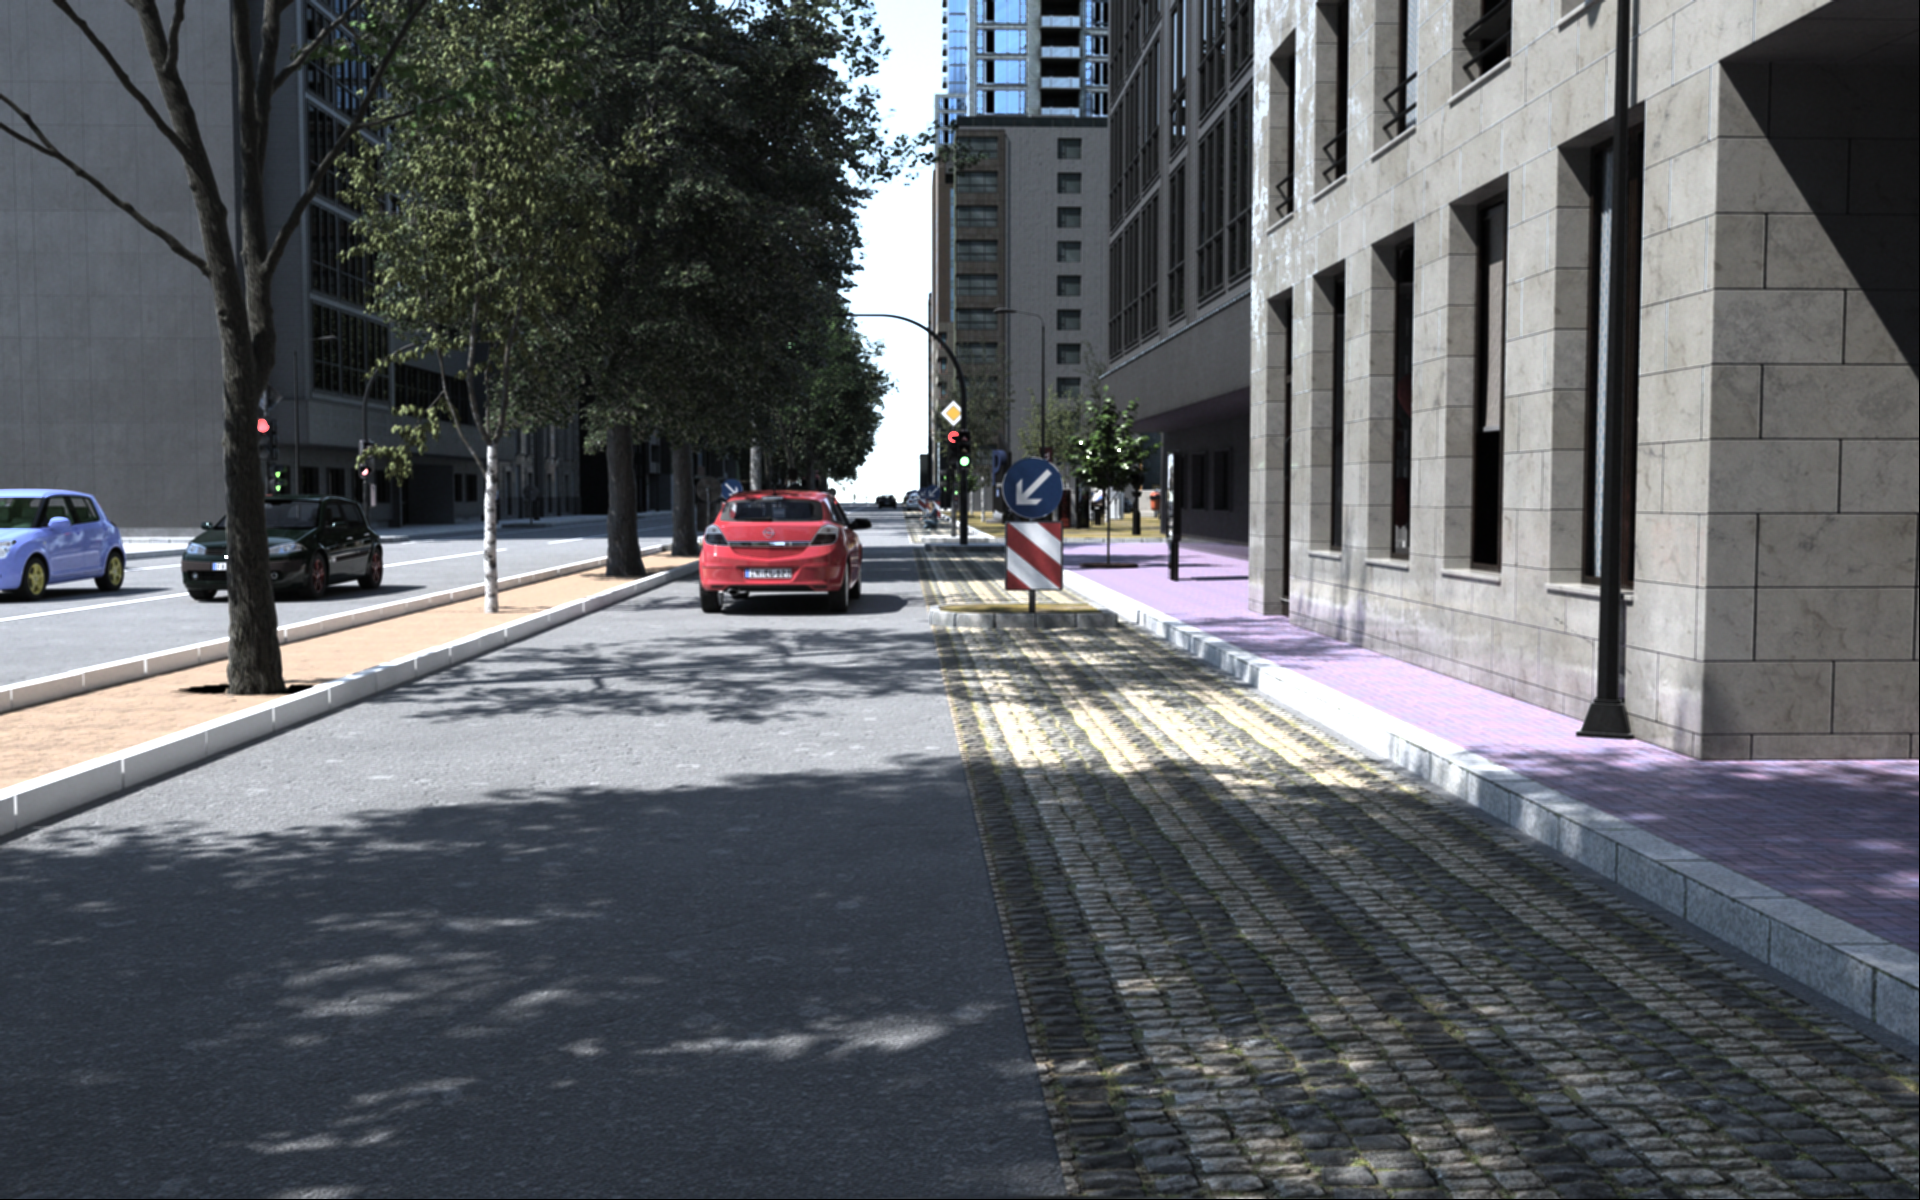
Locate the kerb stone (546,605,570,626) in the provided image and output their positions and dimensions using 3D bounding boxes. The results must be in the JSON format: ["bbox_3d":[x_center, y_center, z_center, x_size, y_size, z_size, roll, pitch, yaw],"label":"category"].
[{"bbox_3d":[-4.506,0.186,19.168,0.120,0.150,1.000,0,4,-2],"label":"kerb stone"}]

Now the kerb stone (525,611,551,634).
[{"bbox_3d":[-4.470,0.249,18.142,0.120,0.150,1.000,0,4,-2],"label":"kerb stone"}]

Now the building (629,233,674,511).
[{"bbox_3d":[-29.662,-22.096,132.965,14.160,30.474,14.107,0,4,-2],"label":"building"}]

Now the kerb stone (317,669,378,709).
[{"bbox_3d":[-4.261,0.624,12.001,0.120,0.150,1.000,0,4,-2],"label":"kerb stone"}]

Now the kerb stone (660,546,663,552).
[{"bbox_3d":[-7.434,-1.253,42.685,0.120,0.150,1.000,0,4,-2],"label":"kerb stone"}]

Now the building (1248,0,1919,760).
[{"bbox_3d":[8.662,-9.512,10.275,10.420,20.320,16.860,0,4,-2],"label":"building"}]

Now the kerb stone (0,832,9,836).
[{"bbox_3d":[-4.069,0.937,6.874,0.120,0.150,1.000,0,4,-2],"label":"kerb stone"}]

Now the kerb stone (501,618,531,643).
[{"bbox_3d":[-4.429,0.310,17.120,0.120,0.150,1.000,0,4,-2],"label":"kerb stone"}]

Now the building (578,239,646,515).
[{"bbox_3d":[-28.171,-17.409,114.320,12.332,23.373,15.834,0,4,-2],"label":"building"}]

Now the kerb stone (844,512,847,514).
[{"bbox_3d":[-8.259,-6.303,125.262,0.120,0.150,1.000,0,4,-2],"label":"kerb stone"}]

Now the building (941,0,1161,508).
[{"bbox_3d":[9.476,-51.636,156.921,22.319,86.520,31.000,0,4,-2],"label":"building"}]

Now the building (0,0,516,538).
[{"bbox_3d":[-27.157,-15.045,65.044,14.314,24.678,30.058,0,4,-2],"label":"building"}]

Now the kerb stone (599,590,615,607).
[{"bbox_3d":[-4.615,0.002,22.253,0.120,0.150,1.000,0,4,-2],"label":"kerb stone"}]

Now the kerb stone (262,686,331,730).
[{"bbox_3d":[-4.224,0.691,10.971,0.120,0.150,1.000,0,4,-2],"label":"kerb stone"}]

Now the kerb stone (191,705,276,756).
[{"bbox_3d":[-4.187,0.753,9.944,0.120,0.150,1.000,0,4,-2],"label":"kerb stone"}]

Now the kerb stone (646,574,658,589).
[{"bbox_3d":[-4.761,-0.254,26.351,0.120,0.150,1.000,0,4,-2],"label":"kerb stone"}]

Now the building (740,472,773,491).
[{"bbox_3d":[-36.874,-34.827,224.045,22.147,44.769,28.867,0,4,-2],"label":"building"}]

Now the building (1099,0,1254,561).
[{"bbox_3d":[10.924,-14.525,30.991,14.314,27.812,24.014,0,4,-2],"label":"building"}]

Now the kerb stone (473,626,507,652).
[{"bbox_3d":[-4.404,0.375,16.095,0.120,0.150,1.000,0,4,-2],"label":"kerb stone"}]

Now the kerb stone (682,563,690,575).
[{"bbox_3d":[-4.908,-0.506,30.465,0.120,0.150,1.000,0,4,-2],"label":"kerb stone"}]

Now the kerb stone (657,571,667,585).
[{"bbox_3d":[-4.802,-0.316,27.372,0.120,0.150,1.000,0,4,-2],"label":"kerb stone"}]

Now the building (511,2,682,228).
[{"bbox_3d":[-31.275,-30.366,146.591,14.600,45.320,14.200,0,4,-2],"label":"building"}]

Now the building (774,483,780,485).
[{"bbox_3d":[-38.031,-36.611,253.212,22.147,44.769,28.867,0,4,-2],"label":"building"}]

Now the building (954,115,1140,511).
[{"bbox_3d":[6.466,-22.281,136.000,14.160,30.474,14.107,0,4,-2],"label":"building"}]

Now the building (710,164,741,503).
[{"bbox_3d":[-31.854,-30.957,189.736,14.154,41.232,14.086,0,4,-2],"label":"building"}]

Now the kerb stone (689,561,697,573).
[{"bbox_3d":[-4.943,-0.569,31.492,0.120,0.150,1.000,0,4,-2],"label":"kerb stone"}]

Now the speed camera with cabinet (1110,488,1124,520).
[{"bbox_3d":[7.763,-5.648,86.682,0.660,3.252,2.038,1,4,15],"label":"speed camera with cabinet"}]

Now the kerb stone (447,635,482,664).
[{"bbox_3d":[-4.364,0.441,15.072,0.120,0.150,1.000,0,4,-2],"label":"kerb stone"}]

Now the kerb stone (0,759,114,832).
[{"bbox_3d":[-4.109,0.874,7.901,0.120,0.150,1.000,0,4,-2],"label":"kerb stone"}]

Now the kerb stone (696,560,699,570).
[{"bbox_3d":[-4.993,-0.627,32.513,0.120,0.150,1.000,0,4,-2],"label":"kerb stone"}]

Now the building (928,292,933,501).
[{"bbox_3d":[2.380,-29.121,247.823,14.160,30.474,14.107,0,4,-2],"label":"building"}]

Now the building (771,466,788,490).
[{"bbox_3d":[-34.881,-30.806,275.379,14.160,30.474,14.107,0,4,-2],"label":"building"}]

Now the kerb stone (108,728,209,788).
[{"bbox_3d":[-4.144,0.815,8.923,0.120,0.150,1.000,0,4,-2],"label":"kerb stone"}]

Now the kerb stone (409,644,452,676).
[{"bbox_3d":[-4.331,0.498,14.049,0.120,0.150,1.000,0,4,-2],"label":"kerb stone"}]

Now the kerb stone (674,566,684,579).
[{"bbox_3d":[-4.862,-0.442,29.432,0.120,0.150,1.000,0,4,-2],"label":"kerb stone"}]

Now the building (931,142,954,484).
[{"bbox_3d":[3.964,-34.794,218.987,14.600,45.320,14.200,0,4,-2],"label":"building"}]

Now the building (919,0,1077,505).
[{"bbox_3d":[4.931,-58.521,269.485,22.319,86.520,31.000,0,4,-2],"label":"building"}]

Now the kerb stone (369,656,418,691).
[{"bbox_3d":[-4.298,0.561,13.023,0.120,0.150,1.000,0,4,-2],"label":"kerb stone"}]

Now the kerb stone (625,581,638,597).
[{"bbox_3d":[-4.692,-0.127,24.297,0.120,0.150,1.000,0,4,-2],"label":"kerb stone"}]

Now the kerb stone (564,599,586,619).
[{"bbox_3d":[-4.546,0.123,20.189,0.120,0.150,1.000,0,4,-2],"label":"kerb stone"}]

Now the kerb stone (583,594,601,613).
[{"bbox_3d":[-4.576,0.060,21.227,0.120,0.150,1.000,0,4,-2],"label":"kerb stone"}]

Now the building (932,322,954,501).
[{"bbox_3d":[11.057,-21.062,189.403,27.650,21.520,28.899,0,4,-2],"label":"building"}]

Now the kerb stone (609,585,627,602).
[{"bbox_3d":[-4.655,-0.066,23.276,0.120,0.150,1.000,0,4,-2],"label":"kerb stone"}]

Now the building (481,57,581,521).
[{"bbox_3d":[-28.477,-18.107,93.305,12.463,27.353,25.104,0,4,-2],"label":"building"}]

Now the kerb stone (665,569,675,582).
[{"bbox_3d":[-4.841,-0.380,28.408,0.120,0.150,1.000,0,4,-2],"label":"kerb stone"}]

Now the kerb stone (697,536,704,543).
[{"bbox_3d":[-7.786,-1.850,52.539,0.120,0.150,1.000,0,4,-2],"label":"kerb stone"}]

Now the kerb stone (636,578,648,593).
[{"bbox_3d":[-4.726,-0.192,25.327,0.120,0.150,1.000,0,4,-2],"label":"kerb stone"}]
